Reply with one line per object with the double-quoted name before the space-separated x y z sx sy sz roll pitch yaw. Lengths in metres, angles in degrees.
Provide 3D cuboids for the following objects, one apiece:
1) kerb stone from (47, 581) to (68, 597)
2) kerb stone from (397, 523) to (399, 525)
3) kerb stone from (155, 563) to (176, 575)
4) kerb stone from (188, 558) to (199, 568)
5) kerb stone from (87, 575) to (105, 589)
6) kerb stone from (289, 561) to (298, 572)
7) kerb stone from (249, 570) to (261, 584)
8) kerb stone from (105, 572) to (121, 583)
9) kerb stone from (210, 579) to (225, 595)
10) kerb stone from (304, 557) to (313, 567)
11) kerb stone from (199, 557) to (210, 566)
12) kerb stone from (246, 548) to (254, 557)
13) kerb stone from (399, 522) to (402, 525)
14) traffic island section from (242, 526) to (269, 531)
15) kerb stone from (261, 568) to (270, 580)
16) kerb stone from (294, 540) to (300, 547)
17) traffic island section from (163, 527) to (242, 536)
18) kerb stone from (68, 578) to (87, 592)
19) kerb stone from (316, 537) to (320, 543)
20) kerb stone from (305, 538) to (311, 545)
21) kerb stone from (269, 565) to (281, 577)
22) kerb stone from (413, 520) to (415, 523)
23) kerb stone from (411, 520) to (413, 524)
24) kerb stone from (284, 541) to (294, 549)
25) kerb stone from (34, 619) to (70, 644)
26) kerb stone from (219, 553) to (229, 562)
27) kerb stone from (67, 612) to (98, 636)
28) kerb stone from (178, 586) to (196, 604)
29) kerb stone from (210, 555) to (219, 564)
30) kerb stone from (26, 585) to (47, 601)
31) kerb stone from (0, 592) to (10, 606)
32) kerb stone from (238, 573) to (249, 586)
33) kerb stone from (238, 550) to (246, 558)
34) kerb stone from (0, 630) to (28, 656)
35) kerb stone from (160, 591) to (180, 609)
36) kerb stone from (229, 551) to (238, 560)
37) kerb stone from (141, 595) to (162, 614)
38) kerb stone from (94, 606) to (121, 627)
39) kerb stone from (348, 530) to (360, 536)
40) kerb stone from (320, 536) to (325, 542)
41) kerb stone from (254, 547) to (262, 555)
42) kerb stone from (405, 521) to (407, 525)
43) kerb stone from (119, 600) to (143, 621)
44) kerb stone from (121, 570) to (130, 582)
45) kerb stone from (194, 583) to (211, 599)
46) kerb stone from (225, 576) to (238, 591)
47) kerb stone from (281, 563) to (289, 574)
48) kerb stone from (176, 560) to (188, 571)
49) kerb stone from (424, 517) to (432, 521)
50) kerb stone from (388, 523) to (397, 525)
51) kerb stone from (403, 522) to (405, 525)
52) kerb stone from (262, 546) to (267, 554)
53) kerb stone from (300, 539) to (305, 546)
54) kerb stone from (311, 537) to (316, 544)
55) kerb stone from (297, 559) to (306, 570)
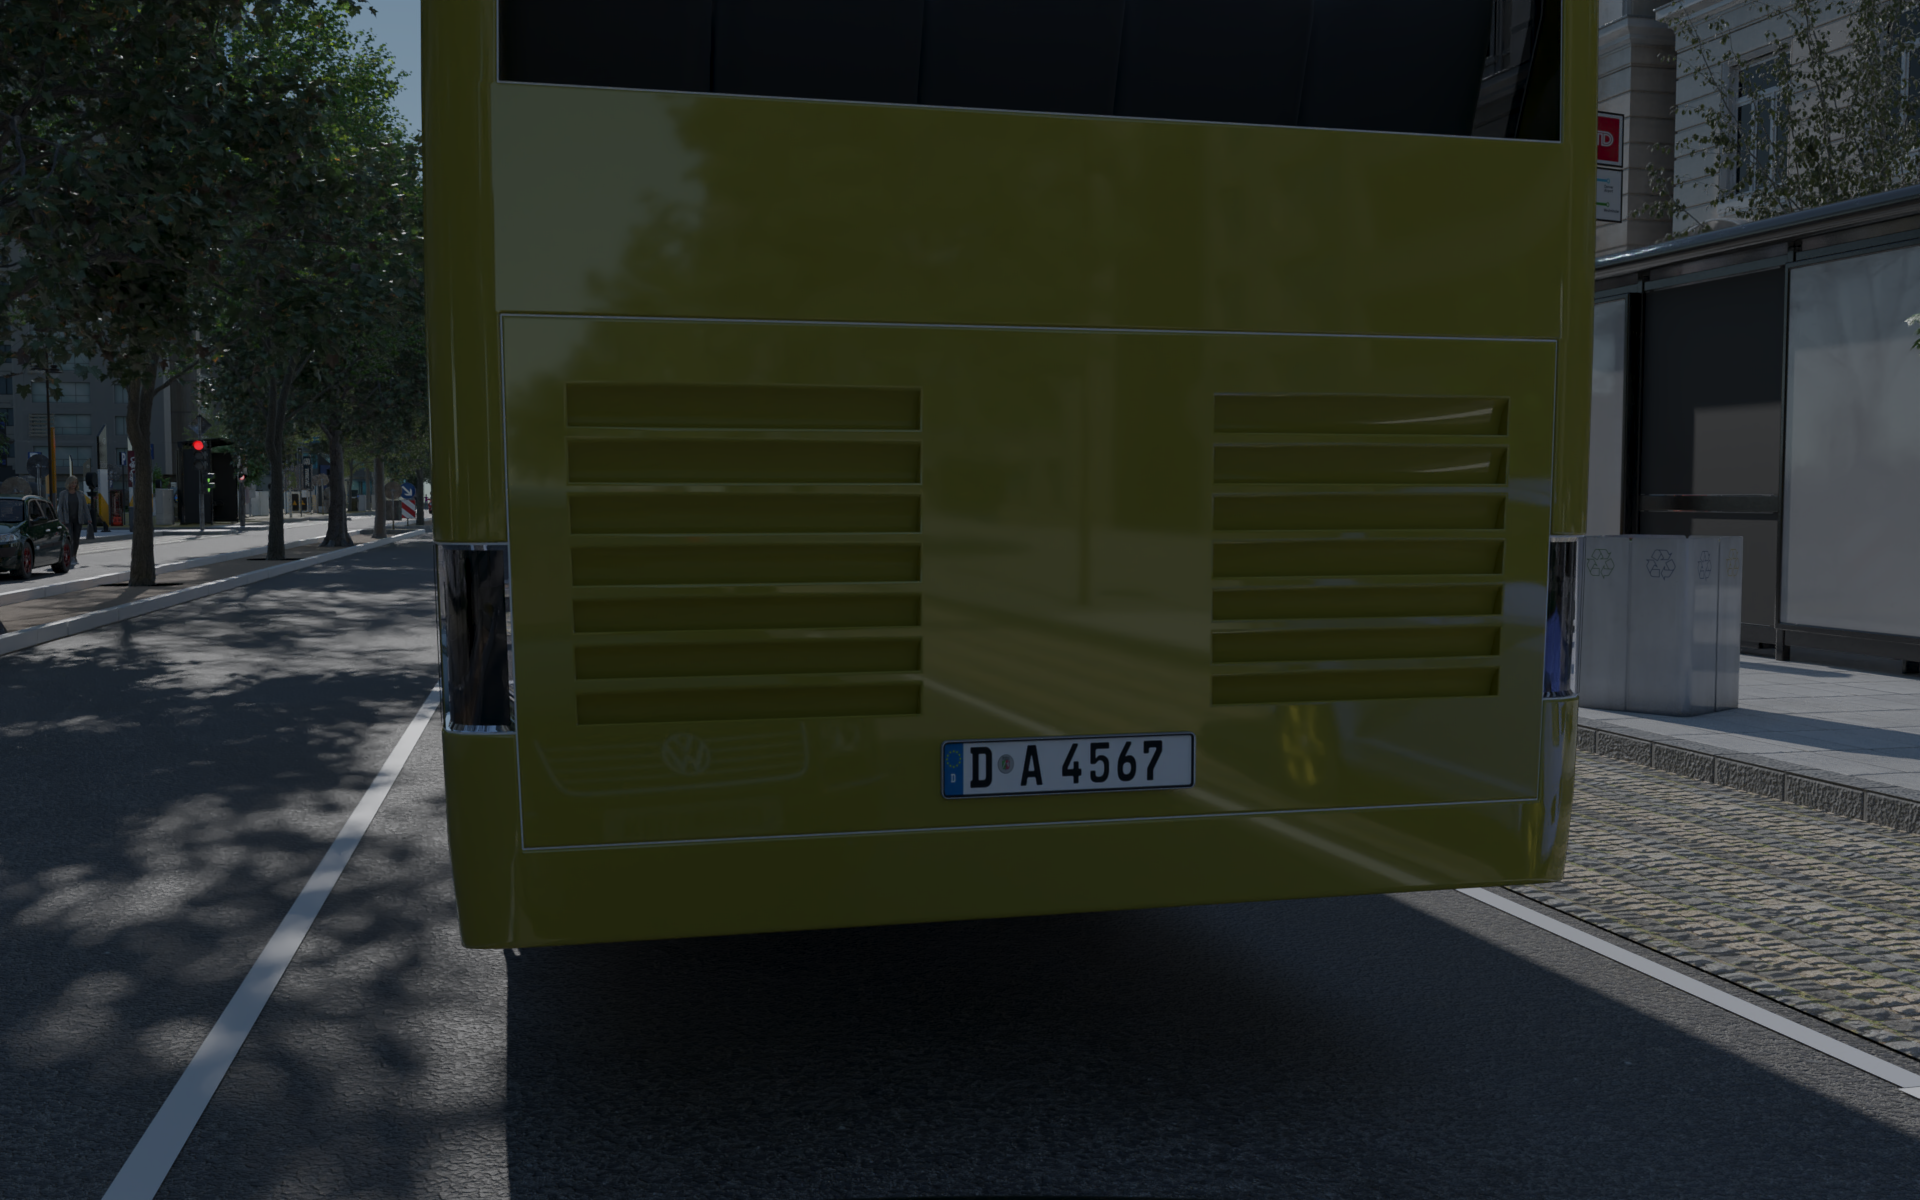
"kerb stone" -12.816 -0.132 24.420 0.120 0.150 1.000 -1 4 -13
"kerb stone" -24.471 -3.225 74.926 0.120 0.150 1.000 -1 4 -13
"kerb stone" -14.438 -0.562 31.411 0.120 0.150 1.000 -1 4 -13
"kerb stone" -14.887 -0.681 33.405 0.120 0.150 1.000 -1 4 -13
"kerb stone" -13.278 -0.251 26.412 0.120 0.150 1.000 -1 4 -13
"kerb stone" -12.400 -0.596 31.932 0.120 0.150 1.000 -1 4 -13
"kerb stone" -11.473 -0.351 27.942 0.120 0.150 1.000 -1 4 -13
"kerb stone" -13.515 -0.319 27.414 0.120 0.150 1.000 -1 4 -13
"kerb stone" -10.779 -0.168 24.940 0.120 0.150 1.000 -1 4 -13
"kerb stone" -12.858 -0.718 33.928 0.120 0.150 1.000 -1 4 -13
"kerb stone" -15.122 -0.747 34.404 0.120 0.150 1.000 -1 4 -13
"kerb stone" -16.277 -1.051 39.409 0.120 0.150 1.000 -1 4 -13
"kerb stone" -24.702 -3.278 75.922 0.120 0.150 1.000 -1 4 -13
"traffic island section" -28.476 -2.841 68.725 2.009 0.180 2.903 -1 4 -13
"kerb stone" -11.713 -0.412 28.941 0.120 0.150 1.000 -1 4 -13
"kerb stone" -17.886 -1.480 46.394 0.120 0.150 1.000 -1 4 -13
"traffic island section" -26.680 -2.365 60.944 2.009 0.180 2.903 -1 4 -13
"kerb stone" -13.044 -0.197 25.416 0.120 0.150 1.000 -1 4 -13
"kerb stone" -18.816 -1.719 50.379 0.120 0.150 1.000 -1 4 -13
"kerb stone" -18.351 -1.602 48.385 0.120 0.150 1.000 -1 4 -13
"kerb stone" -11.932 -0.474 29.940 0.120 0.150 1.000 -1 4 -13
"kerb stone" -26.320 -3.713 82.903 0.120 0.150 1.000 -1 4 -13
"kerb stone" -26.089 -3.652 81.906 0.120 0.150 1.000 -1 4 -13
"kerb stone" -17.661 -1.419 45.397 0.120 0.150 1.000 -1 4 -13
"kerb stone" -8.945 0.321 16.950 0.120 0.150 1.000 -1 4 -13
"kerb stone" -15.584 -0.865 36.396 0.120 0.150 1.000 -1 4 -13
"kerb stone" -9.164 0.259 17.953 0.120 0.150 1.000 -1 4 -13
"kerb stone" -10.324 -0.046 22.947 0.120 0.150 1.000 -1 4 -13
"kerb stone" -15.359 -0.798 35.400 0.120 0.150 1.000 -1 4 -13
"kerb stone" -12.593 -0.072 23.423 0.120 0.150 1.000 -1 4 -13
"kerb stone" -12.345 -0.014 22.431 0.120 0.150 1.000 -1 4 -13
"kerb stone" -11.246 -0.286 26.942 0.120 0.150 1.000 -1 4 -13
"kerb stone" -16.049 -0.988 38.410 0.120 0.150 1.000 -1 4 -13
"kerb stone" -8.709 0.382 15.949 0.120 0.150 1.000 -1 4 -13
"kerb stone" -10.092 0.015 21.952 0.120 0.150 1.000 -1 4 -13
"kerb stone" -15.810 -0.930 37.403 0.120 0.150 1.000 -1 4 -13
"kerb stone" -9.857 0.077 20.941 0.120 0.150 1.000 -1 4 -13
"kerb stone" -9.401 0.199 18.947 0.120 0.150 1.000 -1 4 -13
"kerb stone" -21.119 -2.334 60.360 0.120 0.150 1.000 -1 4 -13
"kerb stone" -19.040 -1.784 51.377 0.120 0.150 1.000 -1 4 -13
"kerb stone" -16.500 -1.114 40.414 0.120 0.150 1.000 -1 4 -13
"kerb stone" -25.403 -3.469 78.910 0.120 0.150 1.000 -1 4 -13
"kerb stone" -9.626 0.138 19.944 0.120 0.150 1.000 -1 4 -13
"kerb stone" -13.743 -0.380 28.413 0.120 0.150 1.000 -1 4 -13
"kerb stone" -10.556 -0.107 23.942 0.120 0.150 1.000 -1 4 -13
"kerb stone" -11.010 -0.228 25.936 0.120 0.150 1.000 -1 4 -13
"kerb stone" -12.170 -0.535 30.936 0.120 0.150 1.000 -1 4 -13
"kerb stone" -14.663 -0.616 32.408 0.120 0.150 1.000 -1 4 -13
"kerb stone" -28.862 -4.387 93.916 0.120 0.150 1.000 -1 4 -13
"kerb stone" -24.246 -3.164 73.921 0.120 0.150 1.000 -1 4 -13
"kerb stone" -25.167 -3.408 77.913 0.120 0.150 1.000 -1 4 -13
"kerb stone" -16.739 -1.175 41.410 0.120 0.150 1.000 -1 4 -13
"kerb stone" -18.121 -1.541 47.389 0.120 0.150 1.000 -1 4 -13
"kerb stone" -18.578 -1.660 49.382 0.120 0.150 1.000 -1 4 -13
"kerb stone" -12.627 -0.656 32.929 0.120 0.150 1.000 -1 4 -13
